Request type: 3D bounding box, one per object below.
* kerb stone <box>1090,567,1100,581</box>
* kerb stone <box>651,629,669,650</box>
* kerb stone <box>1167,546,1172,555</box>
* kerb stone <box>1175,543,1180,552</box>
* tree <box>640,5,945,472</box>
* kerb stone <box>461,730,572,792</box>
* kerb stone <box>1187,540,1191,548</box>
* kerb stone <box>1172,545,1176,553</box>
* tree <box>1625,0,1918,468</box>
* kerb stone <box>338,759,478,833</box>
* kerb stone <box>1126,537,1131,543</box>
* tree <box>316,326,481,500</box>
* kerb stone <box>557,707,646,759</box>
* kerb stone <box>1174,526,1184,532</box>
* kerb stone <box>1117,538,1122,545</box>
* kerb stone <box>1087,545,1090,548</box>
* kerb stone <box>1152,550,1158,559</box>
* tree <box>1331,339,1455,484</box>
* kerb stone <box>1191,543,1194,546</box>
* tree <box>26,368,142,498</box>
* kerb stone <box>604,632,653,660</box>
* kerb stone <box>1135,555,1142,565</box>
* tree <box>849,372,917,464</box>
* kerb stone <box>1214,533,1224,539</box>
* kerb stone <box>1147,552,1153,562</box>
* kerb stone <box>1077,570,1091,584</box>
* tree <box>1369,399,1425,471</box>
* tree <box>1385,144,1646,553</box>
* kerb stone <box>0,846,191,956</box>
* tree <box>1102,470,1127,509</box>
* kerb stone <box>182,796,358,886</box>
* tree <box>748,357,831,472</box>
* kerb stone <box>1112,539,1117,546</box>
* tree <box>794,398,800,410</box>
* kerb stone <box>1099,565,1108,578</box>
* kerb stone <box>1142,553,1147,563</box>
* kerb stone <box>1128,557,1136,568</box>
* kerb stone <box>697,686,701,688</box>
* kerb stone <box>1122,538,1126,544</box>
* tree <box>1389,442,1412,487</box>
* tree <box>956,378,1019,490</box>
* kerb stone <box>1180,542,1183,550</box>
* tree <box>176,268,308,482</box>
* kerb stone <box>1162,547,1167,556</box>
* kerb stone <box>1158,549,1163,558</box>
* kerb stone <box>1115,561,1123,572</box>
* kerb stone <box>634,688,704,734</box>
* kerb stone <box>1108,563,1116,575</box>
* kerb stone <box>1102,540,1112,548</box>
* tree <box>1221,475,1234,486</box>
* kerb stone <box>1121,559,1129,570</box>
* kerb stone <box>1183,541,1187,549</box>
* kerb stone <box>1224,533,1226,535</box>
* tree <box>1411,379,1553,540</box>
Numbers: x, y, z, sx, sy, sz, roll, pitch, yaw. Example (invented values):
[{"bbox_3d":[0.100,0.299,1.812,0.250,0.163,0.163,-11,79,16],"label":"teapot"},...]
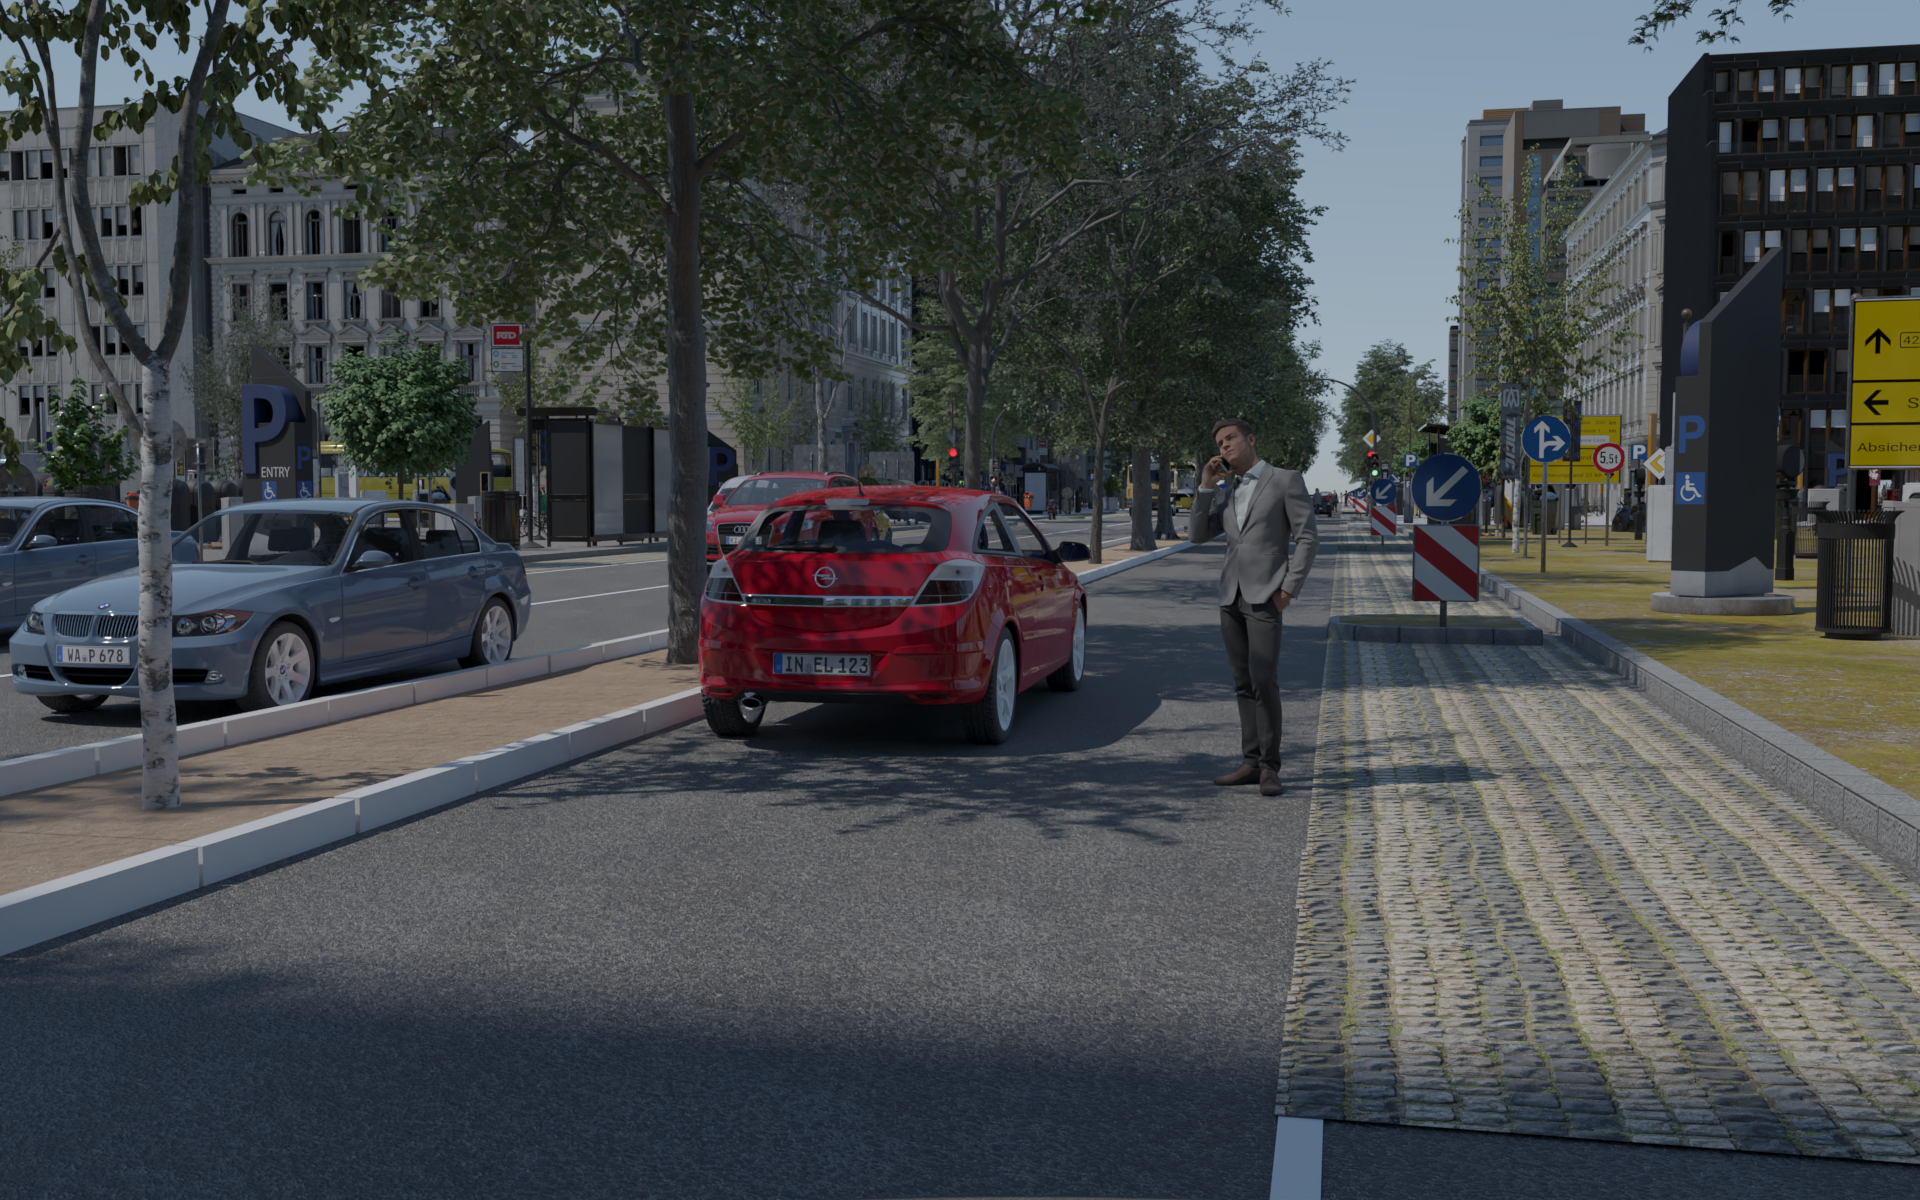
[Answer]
[{"bbox_3d":[2.161,-0.406,28.834,0.120,0.150,1.000,1,4,12],"label":"kerb stone"},{"bbox_3d":[-2.768,0.362,16.281,0.120,0.150,1.000,1,4,12],"label":"kerb stone"},{"bbox_3d":[4.827,-1.138,40.840,0.120,0.150,1.000,1,4,12],"label":"kerb stone"},{"bbox_3d":[5.266,-1.260,42.843,0.120,0.150,1.000,1,4,12],"label":"kerb stone"},{"bbox_3d":[-6.101,-12.601,61.908,12.611,20.169,13.585,0,3,0],"label":"tree"},{"bbox_3d":[-2.266,0.818,8.826,0.120,0.150,1.000,1,4,12],"label":"kerb stone"},{"bbox_3d":[5.932,-1.445,45.849,0.120,0.150,1.000,1,4,12],"label":"kerb stone"},{"bbox_3d":[5.044,-1.196,41.844,0.120,0.150,1.000,1,4,12],"label":"kerb stone"},{"bbox_3d":[5.470,-4.462,7.359,7.601,10.594,8.767,1,4,21],"label":"tree"},{"bbox_3d":[-2.487,0.879,7.819,0.120,0.150,1.000,1,4,12],"label":"kerb stone"},{"bbox_3d":[4.777,-1.719,50.319,0.120,0.150,1.000,1,4,12],"label":"kerb stone"},{"bbox_3d":[-10.940,-3.079,34.059,4.285,4.588,4.351,0,3,0],"label":"tree"},{"bbox_3d":[-2.049,0.757,9.825,0.120,0.150,1.000,1,4,12],"label":"kerb stone"},{"bbox_3d":[8.536,-2.761,67.331,0.120,0.150,1.000,1,4,12],"label":"kerb stone"},{"bbox_3d":[4.326,-1.596,48.313,0.120,0.150,1.000,1,4,12],"label":"kerb stone"},{"bbox_3d":[3.443,-1.352,44.308,0.120,0.150,1.000,1,4,12],"label":"kerb stone"},{"bbox_3d":[4.149,-0.957,37.835,0.120,0.150,1.000,1,4,12],"label":"kerb stone"},{"bbox_3d":[35.522,-14.321,140.796,9.857,13.997,8.962,0,3,0],"label":"tree"},{"bbox_3d":[6.146,-1.506,46.849,0.120,0.150,1.000,1,4,12],"label":"kerb stone"},{"bbox_3d":[-13.340,-1.926,26.084,1.663,3.219,1.824,0,3,0],"label":"tree"},{"bbox_3d":[-2.986,0.423,15.279,0.120,0.150,1.000,1,4,12],"label":"kerb stone"},{"bbox_3d":[3.491,-0.773,34.840,0.120,0.150,1.000,1,4,12],"label":"kerb stone"},{"bbox_3d":[-4.972,-9.489,105.507,4.737,8.622,4.395,0,3,0],"label":"tree"},{"bbox_3d":[8.811,-2.244,58.883,0.120,0.150,1.000,1,4,12],"label":"kerb stone"},{"bbox_3d":[3.939,-0.895,36.834,0.120,0.150,1.000,1,4,12],"label":"kerb stone"},{"bbox_3d":[1.937,-0.344,27.833,0.120,0.150,1.000,1,4,12],"label":"kerb stone"},{"bbox_3d":[33.273,-11.067,131.306,4.360,8.622,3.978,0,3,0],"label":"tree"},{"bbox_3d":[12.325,-5.333,37.562,4.737,8.622,4.395,0,3,0],"label":"tree"},{"bbox_3d":[-2.935,1.001,5.824,0.120,0.150,1.000,1,4,12],"label":"kerb stone"},{"bbox_3d":[12.024,-8.698,136.817,1.663,3.219,1.824,0,3,0],"label":"tree"},{"bbox_3d":[-2.714,0.944,6.823,0.120,0.150,1.000,1,4,12],"label":"kerb stone"},{"bbox_3d":[-8.605,-8.538,89.956,4.360,8.622,3.978,0,3,0],"label":"tree"},{"bbox_3d":[4.103,-1.536,47.315,0.120,0.150,1.000,1,4,12],"label":"kerb stone"},{"bbox_3d":[-10.291,-8.250,85.243,4.737,8.622,4.395,0,3,0],"label":"tree"},{"bbox_3d":[2.377,-0.467,29.833,0.120,0.150,1.000,1,4,12],"label":"kerb stone"},{"bbox_3d":[3.712,-0.833,35.838,0.120,0.150,1.000,1,4,12],"label":"kerb stone"},{"bbox_3d":[3.263,-0.712,33.843,0.120,0.150,1.000,1,4,12],"label":"kerb stone"},{"bbox_3d":[-1.608,0.634,11.823,0.120,0.150,1.000,1,4,12],"label":"kerb stone"},{"bbox_3d":[4.545,-1.659,49.315,0.120,0.150,1.000,1,4,12],"label":"kerb stone"},{"bbox_3d":[24.586,-6.631,92.131,4.285,4.588,4.351,0,3,0],"label":"tree"},{"bbox_3d":[1.683,-8.798,94.213,4.360,8.622,3.978,0,3,0],"label":"tree"},{"bbox_3d":[5.478,-1.324,43.843,0.120,0.150,1.000,1,4,12],"label":"kerb stone"},{"bbox_3d":[-23.272,-6.498,56.608,4.360,8.622,3.978,0,3,0],"label":"tree"},{"bbox_3d":[4.599,-1.077,39.830,0.120,0.150,1.000,1,4,12],"label":"kerb stone"},{"bbox_3d":[4.382,-1.015,38.831,0.120,0.150,1.000,1,4,12],"label":"kerb stone"},{"bbox_3d":[2.828,-0.585,31.841,0.120,0.150,1.000,1,4,12],"label":"kerb stone"},{"bbox_3d":[-1.826,0.696,10.824,0.120,0.150,1.000,1,4,12],"label":"kerb stone"},{"bbox_3d":[2.606,-0.529,30.837,0.120,0.150,1.000,1,4,12],"label":"kerb stone"},{"bbox_3d":[3.882,-1.475,46.317,0.120,0.150,1.000,1,4,12],"label":"kerb stone"},{"bbox_3d":[43.118,-19.957,276.651,4.737,8.622,4.395,0,3,0],"label":"tree"},{"bbox_3d":[3.043,-0.651,32.844,0.120,0.150,1.000,1,4,12],"label":"kerb stone"},{"bbox_3d":[5.711,-1.385,44.844,0.120,0.150,1.000,1,4,12],"label":"kerb stone"},{"bbox_3d":[9.044,-2.305,59.879,0.120,0.150,1.000,1,4,12],"label":"kerb stone"},{"bbox_3d":[15.372,-3.986,48.890,4.285,4.588,4.351,0,3,0],"label":"tree"}]
